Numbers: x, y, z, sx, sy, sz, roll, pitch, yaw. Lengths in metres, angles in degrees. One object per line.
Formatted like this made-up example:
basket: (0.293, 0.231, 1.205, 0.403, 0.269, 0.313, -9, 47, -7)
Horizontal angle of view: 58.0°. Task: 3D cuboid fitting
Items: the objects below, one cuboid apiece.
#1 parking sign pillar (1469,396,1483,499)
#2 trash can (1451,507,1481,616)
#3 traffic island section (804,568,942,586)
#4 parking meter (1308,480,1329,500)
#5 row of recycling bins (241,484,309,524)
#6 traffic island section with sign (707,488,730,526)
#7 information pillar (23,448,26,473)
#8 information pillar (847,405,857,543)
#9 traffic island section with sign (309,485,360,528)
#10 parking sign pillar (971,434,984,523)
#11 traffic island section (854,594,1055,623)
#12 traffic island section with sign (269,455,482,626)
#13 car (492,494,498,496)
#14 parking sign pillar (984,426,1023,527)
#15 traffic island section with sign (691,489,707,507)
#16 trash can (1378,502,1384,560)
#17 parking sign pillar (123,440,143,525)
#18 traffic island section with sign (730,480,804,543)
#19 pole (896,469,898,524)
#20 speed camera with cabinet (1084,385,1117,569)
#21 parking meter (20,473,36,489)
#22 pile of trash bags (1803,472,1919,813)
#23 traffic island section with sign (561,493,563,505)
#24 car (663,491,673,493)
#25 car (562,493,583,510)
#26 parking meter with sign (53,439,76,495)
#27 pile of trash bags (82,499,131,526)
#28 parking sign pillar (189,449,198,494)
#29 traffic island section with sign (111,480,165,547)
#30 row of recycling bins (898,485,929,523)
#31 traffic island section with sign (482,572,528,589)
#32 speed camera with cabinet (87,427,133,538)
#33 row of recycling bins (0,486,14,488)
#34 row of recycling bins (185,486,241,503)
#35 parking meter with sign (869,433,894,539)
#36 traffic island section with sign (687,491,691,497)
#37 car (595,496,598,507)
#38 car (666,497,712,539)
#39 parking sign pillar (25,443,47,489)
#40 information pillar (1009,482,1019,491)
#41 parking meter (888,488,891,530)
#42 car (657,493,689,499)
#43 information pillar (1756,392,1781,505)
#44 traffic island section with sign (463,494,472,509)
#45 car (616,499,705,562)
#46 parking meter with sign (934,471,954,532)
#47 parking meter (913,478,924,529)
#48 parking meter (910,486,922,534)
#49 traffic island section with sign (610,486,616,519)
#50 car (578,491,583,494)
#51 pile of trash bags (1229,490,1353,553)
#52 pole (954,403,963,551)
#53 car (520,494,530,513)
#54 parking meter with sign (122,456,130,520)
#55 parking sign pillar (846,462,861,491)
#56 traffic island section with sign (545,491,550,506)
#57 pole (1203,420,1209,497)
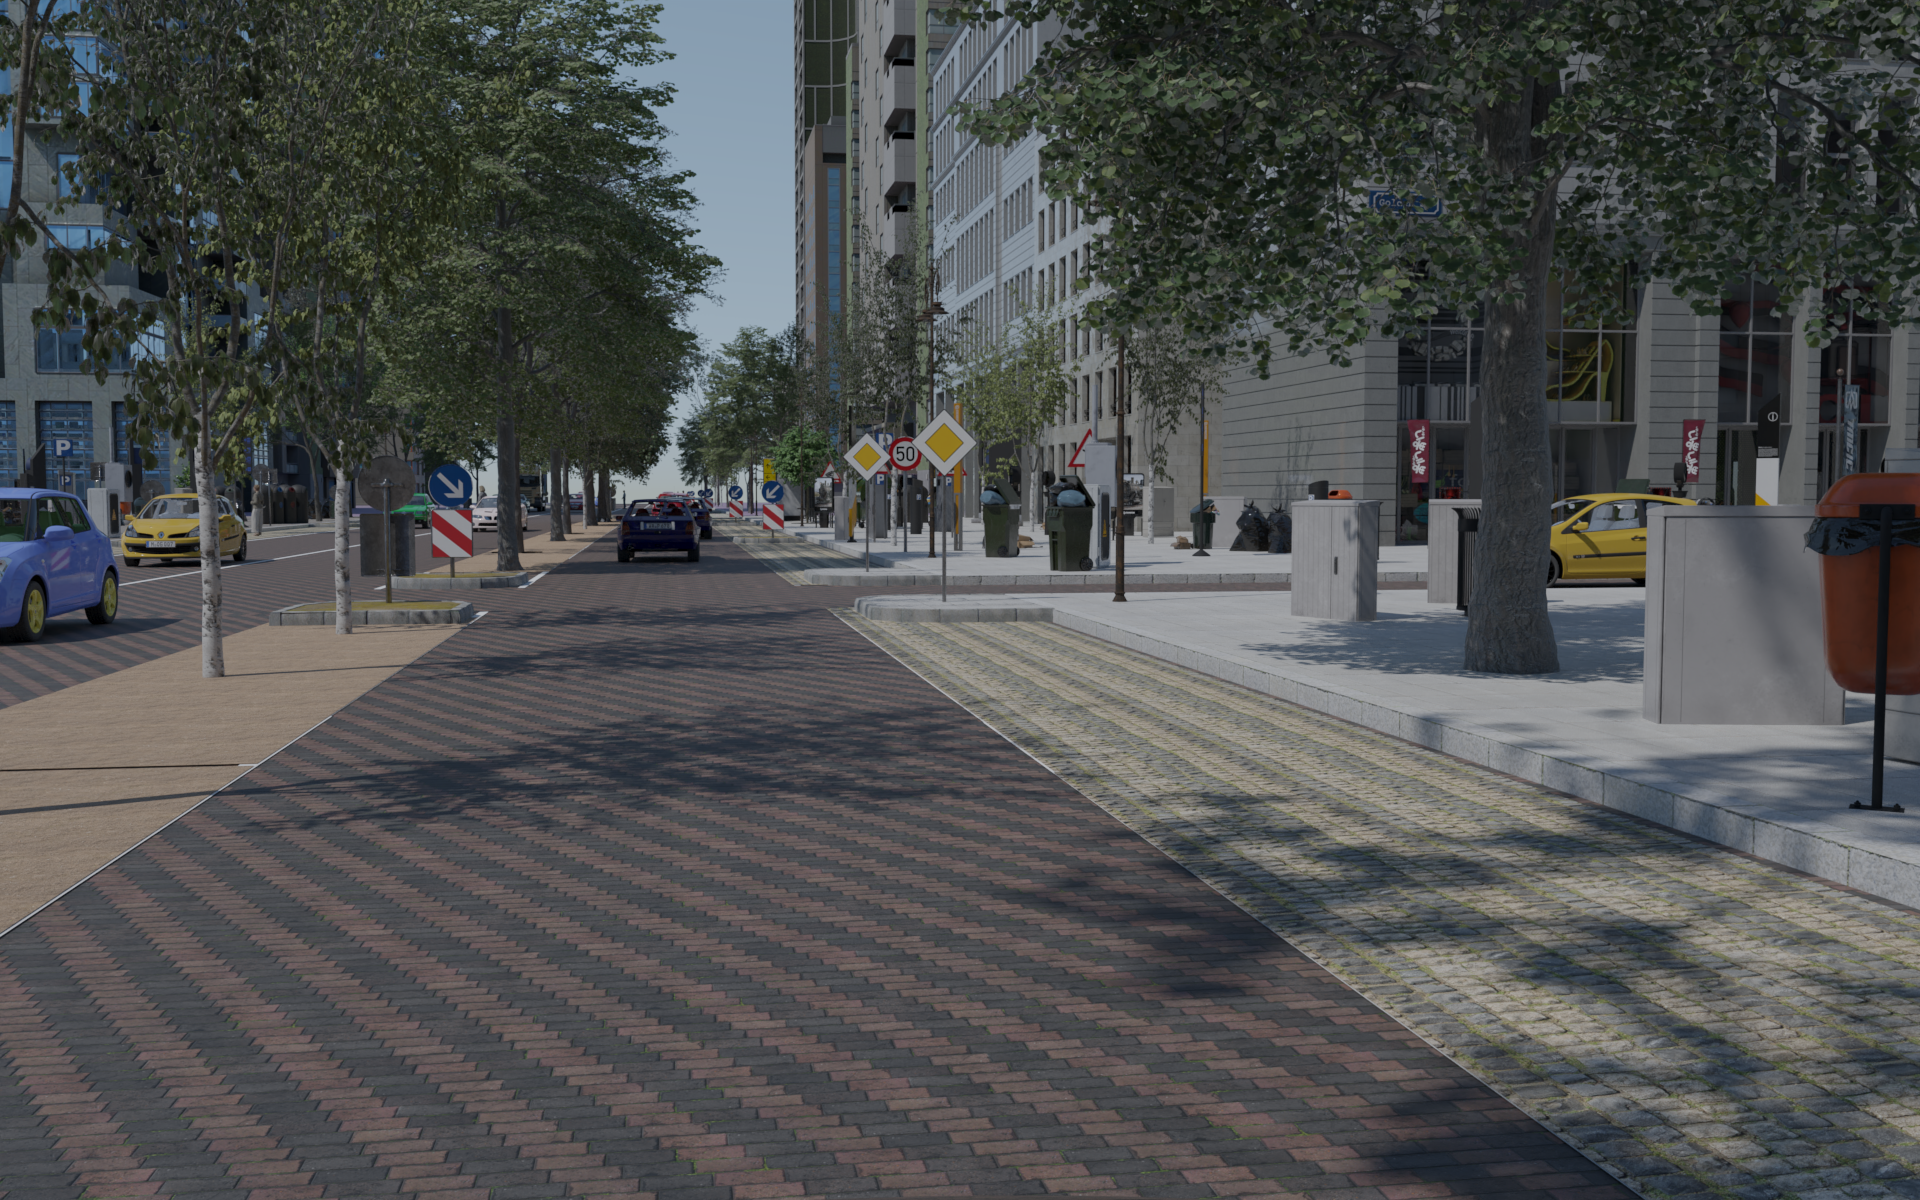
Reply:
parking sign pillar: (13.170, -3.239, 41.424, 1.447, 3.967, 1.447, -1, 4, -16)
trash can: (5.546, -0.401, 18.218, 0.748, 1.137, 0.748, 0, 3, 0)
traffic island section: (-1.503, -0.380, 28.487, 2.009, 0.180, 2.903, -1, 4, -10)
parking meter: (6.661, -1.456, 32.220, 0.372, 1.533, 0.369, 0, 3, 0)
row of recycling bins: (-29.417, -4.144, 74.861, 1.069, 1.692, 3.534, 1, 4, 11)
traffic island section with sign: (-10.175, -4.218, 77.587, 1.989, 1.847, 2.006, -1, 4, -10)
information pillar: (-47.819, -5.945, 88.557, 0.183, 3.616, 0.504, -2, 4, -30)
information pillar: (-2.849, -3.333, 45.852, 0.183, 3.616, 0.504, 1, 4, 11)
traffic island section with sign: (-26.882, -4.039, 74.670, 1.989, 1.847, 2.006, -1, 4, -10)
parking sign pillar: (1.205, -5.374, 76.335, 1.447, 3.967, 1.447, 1, 4, 17)
traffic island section: (-0.168, 0.102, 20.614, 2.009, 0.180, 2.903, -1, 4, -10)
traffic island section with sign: (-6.635, -0.711, 19.765, 2.006, 1.907, 1.989, -1, 4, -10)
car: (-28.905, -5.974, 109.473, 2.131, 1.459, 4.920, -1, 4, -10)
parking sign pillar: (1.794, -4.909, 68.729, 1.447, 3.967, 1.447, 0, 4, 2)
traffic island section with sign: (-18.460, -7.207, 126.462, 1.989, 1.847, 2.006, -1, 4, -10)
trash can: (7.493, -1.258, 32.218, 0.748, 1.137, 0.748, 0, 3, 0)
parking sign pillar: (-34.630, -5.153, 72.722, 1.447, 3.967, 1.447, -2, 4, -28)
traffic island section with sign: (-5.661, -2.592, 51.011, 1.989, 1.847, 2.006, -1, 4, -10)
pole: (-2.656, -4.777, 71.944, 0.158, 3.312, 0.155, 0, 3, 0)
speed camera with cabinet: (2.423, -2.225, 30.715, 0.660, 3.252, 2.038, 1, 4, 17)
parking meter: (-26.368, -2.650, 49.042, 0.255, 1.863, 0.399, 0, 4, 5)
pile of trash bags: (5.070, 0.198, 6.517, 3.447, 1.369, 1.912, 2, 4, 30)
traffic island section with sign: (-53.511, -13.645, 231.723, 1.989, 1.847, 2.006, -1, 4, -10)
car: (-40.756, -14.252, 241.687, 2.281, 1.827, 5.304, -1, 4, -11)
car: (-29.807, -7.681, 134.623, 2.155, 1.783, 4.494, -1, 4, -9)
parking meter with sign: (-28.686, -3.636, 55.701, 0.543, 3.016, 1.738, -1, 4, -20)
pile of trash bags: (-34.671, -3.686, 70.019, 1.912, 1.369, 3.447, 1, 4, 8)
parking sign pillar: (-29.989, -4.891, 68.435, 1.447, 3.967, 1.447, 0, 4, -5)
traffic island section with sign: (-22.287, -2.384, 47.604, 1.989, 1.847, 2.006, -1, 4, -10)
row of recycling bins: (-2.460, -4.340, 78.076, 1.069, 1.692, 3.534, -2, 4, -26)
traffic island section with sign: (-7.863, -1.158, 27.070, 2.006, 1.907, 1.989, -1, 4, -10)
speed camera with cabinet: (-24.883, -3.449, 50.733, 0.660, 3.252, 2.038, 0, 4, -6)
row of recycling bins: (-50.582, -5.208, 92.265, 1.069, 1.692, 3.534, 0, 4, 2)
row of recycling bins: (-38.182, -4.974, 88.446, 3.534, 1.692, 1.069, 1, 4, 19)
parking meter with sign: (-2.343, -3.298, 50.189, 0.543, 3.016, 1.738, -1, 4, -14)
traffic island section with sign: (-23.045, -8.859, 153.476, 1.989, 1.847, 2.006, -1, 4, -10)
car: (-40.479, -11.438, 196.602, 1.945, 1.707, 3.694, 0, 4, -8)
car: (-9.000, -2.673, 56.283, 1.945, 1.354, 3.894, -1, 4, -11)
parking sign pillar: (-48.515, -6.267, 90.937, 1.447, 3.967, 1.447, 0, 4, 0)
information pillar: (1.983, -3.613, 63.568, 0.304, 2.012, 0.304, -2, 4, -25)
parking meter: (-2.514, -3.237, 61.334, 0.372, 1.533, 0.369, 0, 3, 0)
car: (-12.347, -4.012, 74.632, 2.155, 1.783, 4.494, -1, 4, -11)
information pillar: (18.739, -2.984, 40.143, 0.504, 3.616, 0.183, 3, 4, 38)
traffic island section with sign: (-35.298, -7.073, 124.268, 1.989, 1.847, 2.006, -1, 4, -10)
car: (-6.559, -1.547, 37.878, 1.945, 1.354, 3.894, -1, 4, -8)
parking meter with sign: (-0.486, -3.818, 58.686, 0.543, 3.016, 1.738, -1, 4, -20)
parking meter: (-1.525, -3.526, 63.362, 0.399, 1.863, 0.255, -1, 4, -10)
parking meter: (-1.401, -2.860, 55.179, 0.372, 1.533, 0.369, 0, 3, 0)
traffic island section with sign: (-20.431, -5.689, 101.154, 2.006, 1.907, 1.989, -1, 4, -10)
car: (-50.270, -13.636, 231.617, 2.281, 1.827, 5.304, -1, 4, -10)
pile of trash bags: (7.470, -1.731, 38.056, 1.912, 1.369, 3.447, -2, 4, -26)
pole: (-0.039, -2.759, 38.953, 0.158, 3.312, 0.155, 0, 3, 0)
car: (-33.590, -7.294, 131.053, 2.131, 1.459, 4.920, -1, 4, -9)
parking meter with sign: (-37.933, -5.022, 78.366, 1.738, 3.016, 0.543, 2, 4, 26)
parking sign pillar: (-5.762, -6.699, 97.993, 1.447, 3.967, 1.447, 1, 4, 16)
traffic island section with sign: (-48.932, -11.998, 204.795, 1.989, 1.847, 2.006, -1, 4, -10)
pole: (6.803, -3.312, 47.998, 0.158, 3.312, 0.155, 0, 3, 0)
